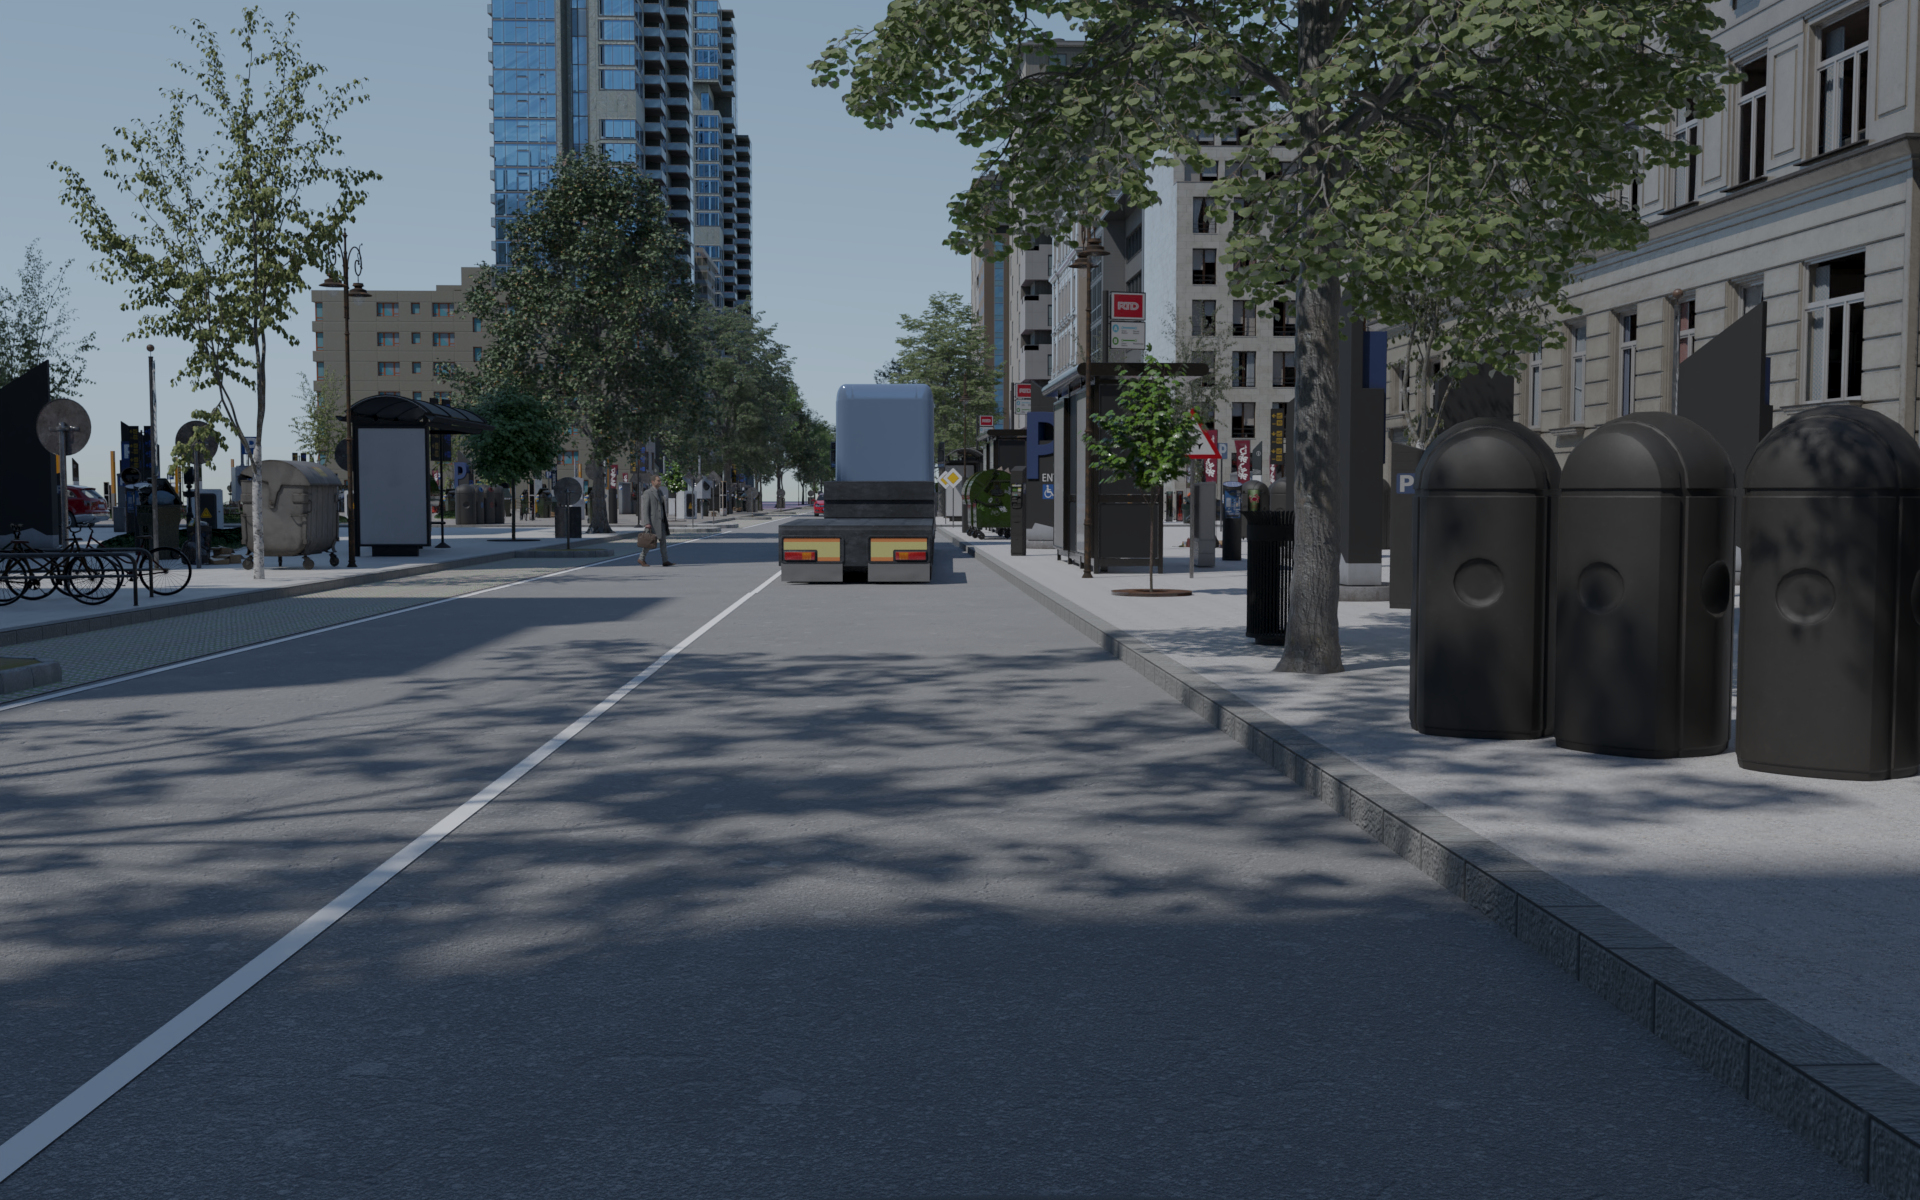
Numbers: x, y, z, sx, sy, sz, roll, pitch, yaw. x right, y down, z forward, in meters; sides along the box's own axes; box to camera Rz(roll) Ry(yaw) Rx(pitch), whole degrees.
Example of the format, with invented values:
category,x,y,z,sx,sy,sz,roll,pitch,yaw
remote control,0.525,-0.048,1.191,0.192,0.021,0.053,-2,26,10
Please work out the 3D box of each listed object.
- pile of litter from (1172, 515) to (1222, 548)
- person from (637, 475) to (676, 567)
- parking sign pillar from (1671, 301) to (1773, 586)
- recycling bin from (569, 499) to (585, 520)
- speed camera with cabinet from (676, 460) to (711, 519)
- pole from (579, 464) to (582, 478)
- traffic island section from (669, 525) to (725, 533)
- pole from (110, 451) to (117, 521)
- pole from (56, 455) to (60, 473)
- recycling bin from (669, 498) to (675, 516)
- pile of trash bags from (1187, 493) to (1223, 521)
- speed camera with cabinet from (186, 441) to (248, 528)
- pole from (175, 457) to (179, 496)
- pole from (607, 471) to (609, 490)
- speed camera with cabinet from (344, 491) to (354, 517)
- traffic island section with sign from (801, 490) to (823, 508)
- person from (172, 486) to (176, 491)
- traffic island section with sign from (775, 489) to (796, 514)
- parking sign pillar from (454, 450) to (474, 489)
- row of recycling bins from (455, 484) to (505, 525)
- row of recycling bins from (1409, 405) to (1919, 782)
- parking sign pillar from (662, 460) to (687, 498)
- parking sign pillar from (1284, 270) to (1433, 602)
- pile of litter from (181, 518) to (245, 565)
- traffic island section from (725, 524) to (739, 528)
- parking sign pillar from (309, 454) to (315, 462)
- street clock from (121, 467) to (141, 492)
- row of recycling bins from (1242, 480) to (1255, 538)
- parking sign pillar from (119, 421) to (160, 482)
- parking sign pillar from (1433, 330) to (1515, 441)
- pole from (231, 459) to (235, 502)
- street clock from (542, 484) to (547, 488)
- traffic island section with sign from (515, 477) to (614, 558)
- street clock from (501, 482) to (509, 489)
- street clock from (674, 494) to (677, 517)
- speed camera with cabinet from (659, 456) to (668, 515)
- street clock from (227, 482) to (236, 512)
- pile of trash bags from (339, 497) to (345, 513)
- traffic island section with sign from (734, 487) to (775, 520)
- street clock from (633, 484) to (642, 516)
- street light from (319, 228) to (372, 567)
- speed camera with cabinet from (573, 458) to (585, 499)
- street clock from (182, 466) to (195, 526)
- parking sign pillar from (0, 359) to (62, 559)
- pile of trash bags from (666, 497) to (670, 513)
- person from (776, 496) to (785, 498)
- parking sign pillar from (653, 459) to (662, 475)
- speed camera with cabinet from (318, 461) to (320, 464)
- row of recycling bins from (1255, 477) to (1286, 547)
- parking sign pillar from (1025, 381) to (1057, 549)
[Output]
category,x,y,z,sx,sy,sz,roll,pitch,yaw
pile of litter,5.872,-1.693,41.650,1.176,0.858,1.719,-2,4,-27
person,-5.991,-1.563,34.160,0.767,1.812,0.694,2,4,27
parking sign pillar,10.914,-2.225,24.851,1.447,3.967,1.447,-3,5,-40
recycling bin,-19.128,-4.499,86.114,0.722,1.027,0.722,-3,4,-37
speed camera with cabinet,-13.619,-5.763,88.563,0.660,3.252,2.038,2,4,33
pole,-25.647,-7.535,117.041,0.158,3.312,0.155,0,3,0
traffic island section,-10.120,-2.644,65.505,2.009,0.180,2.903,0,4,-3
pole,-39.950,-5.377,81.750,0.158,3.312,0.155,0,3,0
pole,-23.420,-3.137,45.133,0.158,3.312,0.155,0,3,0
recycling bin,-16.970,-5.580,103.783,0.722,1.027,0.722,3,5,42
pile of trash bags,12.458,-4.517,83.609,3.447,1.369,1.912,3,4,38
speed camera with cabinet,-23.684,-3.746,55.576,2.038,3.252,0.660,-3,4,-36
pole,-42.845,-6.172,94.749,0.158,3.312,0.155,0,3,0
pole,-20.363,-6.508,100.245,0.158,3.312,0.155,0,3,0
speed camera with cabinet,-29.964,-5.689,87.350,2.038,3.252,0.660,0,4,4
traffic island section with sign,-14.877,-10.081,173.446,1.989,1.847,2.006,0,4,-3
person,-30.512,-3.545,67.136,0.731,1.740,0.598,0,4,8
traffic island section with sign,-12.667,-7.000,123.079,1.989,1.847,2.006,0,4,-3
parking sign pillar,-30.293,-7.176,105.802,1.447,3.967,1.447,2,4,33
row of recycling bins,-20.460,-4.073,73.700,1.069,1.692,3.534,1,4,11
row of recycling bins,3.825,-0.081,8.436,3.534,1.692,1.069,3,5,43
parking sign pillar,-19.909,-8.176,122.151,1.447,3.967,1.447,1,4,11
parking sign pillar,4.800,-2.002,21.208,1.447,3.967,1.447,0,4,-3
pile of litter,-13.800,-1.106,32.044,1.176,0.858,1.719,0,4,2
traffic island section,-10.471,-3.132,73.482,2.009,0.180,2.903,0,4,-3
parking sign pillar,-43.091,-7.788,115.809,1.447,3.967,1.447,0,4,-6
street clock,-22.538,-2.604,47.139,0.471,2.002,0.358,-1,4,-19
row of recycling bins,9.874,-2.699,51.249,3.534,1.692,1.069,-1,4,-23
parking sign pillar,-30.214,-4.609,63.832,1.447,3.967,1.447,-1,4,-10
parking sign pillar,8.260,-2.422,28.067,1.447,3.967,1.447,-1,4,-9
pole,-42.277,-6.537,100.727,0.158,3.312,0.155,0,3,0
street clock,-29.260,-7.162,121.663,0.358,2.002,0.471,2,4,25
traffic island section with sign,-8.978,-1.891,39.553,1.989,1.847,2.006,0,4,-3
street clock,-27.474,-6.121,104.641,0.471,2.002,0.358,0,4,1
street clock,-16.185,-5.768,98.877,0.471,2.002,0.358,0,4,1
speed camera with cabinet,-15.910,-5.905,90.886,0.660,3.252,2.038,-2,4,-28
street clock,-41.449,-5.763,98.792,0.358,2.002,0.471,0,4,-7
pile of trash bags,-44.493,-6.784,120.670,3.447,1.369,1.912,-1,4,-8
traffic island section with sign,-11.481,-5.353,96.150,1.989,1.847,2.006,0,4,-3
street clock,-18.687,-5.868,100.506,0.358,2.002,0.471,3,4,36
street light,-10.671,-3.513,30.222,0.468,5.910,1.993,0,4,-3
speed camera with cabinet,-20.947,-6.161,95.068,0.660,3.252,2.038,-1,4,-10
street clock,-20.133,-2.489,45.260,0.358,2.002,0.471,-1,4,-19
parking sign pillar,-18.891,-2.830,34.742,1.447,3.967,1.447,-1,4,-13
pile of trash bags,-20.341,-6.520,116.350,1.912,1.369,3.447,-2,4,-26
person,-23.488,-13.298,226.653,1.217,1.736,0.721,0,4,-6
parking sign pillar,-23.082,-8.831,132.865,1.447,3.967,1.447,1,4,11
speed camera with cabinet,-38.457,-6.669,103.377,0.660,3.252,2.038,-1,4,-22
row of recycling bins,8.759,-2.085,41.195,1.069,1.692,3.534,-3,4,-37
parking sign pillar,2.196,-3.205,40.878,1.447,3.967,1.447,2,4,32
